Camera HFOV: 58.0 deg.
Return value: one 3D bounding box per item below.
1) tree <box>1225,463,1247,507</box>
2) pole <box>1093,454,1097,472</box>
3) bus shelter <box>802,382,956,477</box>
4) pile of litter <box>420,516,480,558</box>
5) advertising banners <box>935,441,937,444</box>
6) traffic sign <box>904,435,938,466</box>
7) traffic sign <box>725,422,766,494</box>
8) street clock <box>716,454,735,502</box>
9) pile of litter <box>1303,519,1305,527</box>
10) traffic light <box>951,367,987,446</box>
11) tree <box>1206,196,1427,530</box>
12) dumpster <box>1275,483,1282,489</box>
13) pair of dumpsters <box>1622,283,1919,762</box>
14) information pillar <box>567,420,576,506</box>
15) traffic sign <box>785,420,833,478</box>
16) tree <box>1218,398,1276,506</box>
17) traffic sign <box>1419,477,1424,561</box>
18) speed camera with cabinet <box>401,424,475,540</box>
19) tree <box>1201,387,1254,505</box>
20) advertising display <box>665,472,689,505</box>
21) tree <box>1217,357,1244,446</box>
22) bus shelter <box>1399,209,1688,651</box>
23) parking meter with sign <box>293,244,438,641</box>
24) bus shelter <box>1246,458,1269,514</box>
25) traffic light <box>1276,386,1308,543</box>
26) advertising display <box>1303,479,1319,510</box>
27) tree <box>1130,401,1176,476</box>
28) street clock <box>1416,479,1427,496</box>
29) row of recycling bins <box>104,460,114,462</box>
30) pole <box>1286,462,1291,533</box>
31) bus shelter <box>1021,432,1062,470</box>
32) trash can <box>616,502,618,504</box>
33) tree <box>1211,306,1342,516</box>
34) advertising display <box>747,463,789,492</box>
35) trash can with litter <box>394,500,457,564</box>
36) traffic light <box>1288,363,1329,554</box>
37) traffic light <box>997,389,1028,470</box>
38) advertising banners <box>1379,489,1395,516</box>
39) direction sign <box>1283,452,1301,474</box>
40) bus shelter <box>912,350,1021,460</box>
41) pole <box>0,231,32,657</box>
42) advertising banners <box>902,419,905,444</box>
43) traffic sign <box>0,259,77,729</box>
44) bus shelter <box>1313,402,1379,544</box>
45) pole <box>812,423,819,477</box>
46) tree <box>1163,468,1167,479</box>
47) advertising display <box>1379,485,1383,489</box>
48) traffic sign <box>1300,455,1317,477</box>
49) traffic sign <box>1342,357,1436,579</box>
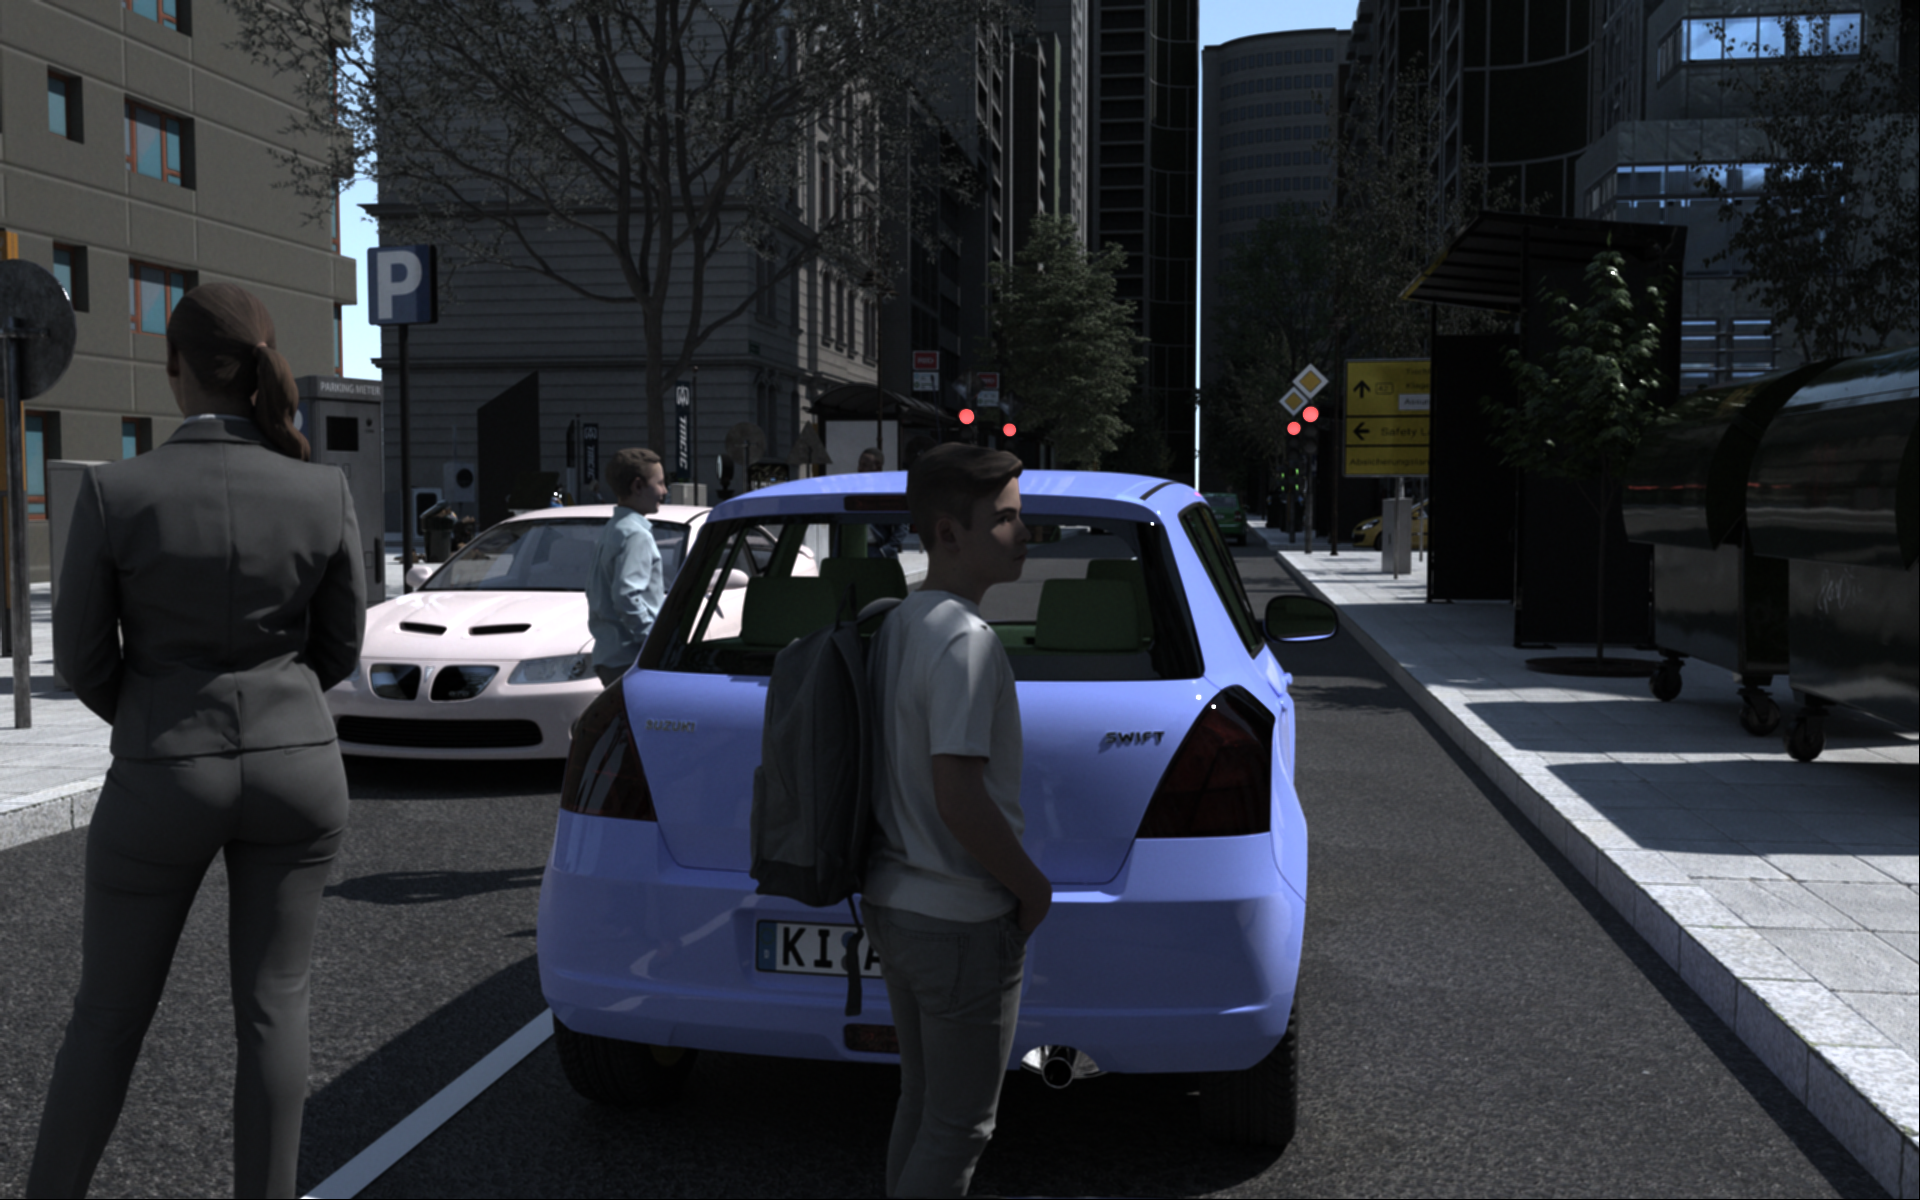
[{"bbox_3d":[27.757,-11.398,170.071,4.285,4.588,4.351,0,3,0],"label":"tree"},{"bbox_3d":[6.096,-5.169,78.355,0.158,3.312,0.155,0,3,0],"label":"pole"},{"bbox_3d":[-1.474,-2.461,34.154,2.014,3.302,5.546,1,4,8],"label":"bus shelter"},{"bbox_3d":[-9.905,-1.231,34.096,1.719,0.858,1.176,3,5,43],"label":"pile of litter"},{"bbox_3d":[-1.495,-3.685,56.436,2.074,3.025,0.090,-3,5,-44],"label":"advertising banners"},{"bbox_3d":[-0.835,-2.278,37.355,0.768,2.556,0.104,1,4,13],"label":"traffic sign"},{"bbox_3d":[-3.796,-1.866,30.615,0.768,2.556,0.104,1,4,12],"label":"traffic sign"},{"bbox_3d":[-4.242,-1.637,31.327,0.358,2.002,0.471,-1,4,-20],"label":"street clock"},{"bbox_3d":[13.183,-3.254,67.168,1.719,0.858,1.176,0,4,1],"label":"pile of litter"},{"bbox_3d":[0.206,-3.019,38.287,0.839,4.253,0.868,1,4,8],"label":"traffic light"},{"bbox_3d":[12.498,-8.310,61.631,9.928,11.665,9.643,0,3,0],"label":"tree"},{"bbox_3d":[21.220,-6.820,114.008,1.502,2.255,1.985,1,4,8],"label":"dumpster"},{"bbox_3d":[4.610,-0.374,8.607,1.574,2.255,4.437,1,4,8],"label":"pair of dumpsters"},{"bbox_3d":[-12.174,-3.847,54.255,0.183,3.616,0.504,1,4,9],"label":"information pillar"},{"bbox_3d":[-2.680,-1.872,30.605,0.884,2.594,0.081,1,4,12],"label":"traffic sign"},{"bbox_3d":[29.876,-15.868,177.563,7.486,12.596,7.792,0,3,0],"label":"tree"},{"bbox_3d":[8.773,-1.882,32.894,0.606,2.300,0.079,1,4,13],"label":"traffic sign"},{"bbox_3d":[-14.663,-3.323,48.667,0.660,3.252,2.038,3,5,40],"label":"speed camera with cabinet"},{"bbox_3d":[31.600,-17.605,194.496,9.857,13.997,8.962,0,3,0],"label":"tree"},{"bbox_3d":[-8.376,-2.783,50.711,0.974,1.923,0.123,-3,5,-40],"label":"advertising display"},{"bbox_3d":[12.862,-7.390,71.195,4.360,8.622,3.978,0,3,0],"label":"tree"},{"bbox_3d":[5.571,-1.591,17.298,1.731,3.624,6.357,1,4,8],"label":"bus shelter"},{"bbox_3d":[-4.235,-0.932,11.500,0.543,3.016,1.738,1,4,22],"label":"parking meter with sign"},{"bbox_3d":[19.420,-7.487,113.703,1.731,3.624,6.357,1,4,9],"label":"bus shelter"},{"bbox_3d":[8.659,-3.438,45.130,0.839,4.253,0.868,1,4,8],"label":"traffic light"},{"bbox_3d":[14.981,-4.214,74.108,0.974,1.923,0.123,-1,4,-22],"label":"advertising display"},{"bbox_3d":[12.948,-10.809,127.089,4.737,8.622,4.395,0,3,0],"label":"tree"},{"bbox_3d":[21.868,-4.745,82.153,0.471,2.002,0.358,0,4,1],"label":"street clock"},{"bbox_3d":[-10.512,-0.955,22.730,1.069,1.692,3.534,0,4,-5],"label":"row of recycling bins"},{"bbox_3d":[10.760,-3.837,56.572,0.158,3.312,0.155,0,3,0],"label":"pole"},{"bbox_3d":[2.017,-5.012,59.574,2.179,5.291,8.768,1,4,9],"label":"bus shelter"},{"bbox_3d":[-5.577,-1.123,30.020,0.748,1.137,0.748,0,3,0],"label":"trash can"},{"bbox_3d":[18.164,-11.397,103.348,9.611,12.733,9.660,0,3,0],"label":"tree"},{"bbox_3d":[-3.959,-1.871,35.810,0.974,1.923,0.123,-3,5,-40],"label":"advertising display"},{"bbox_3d":[-9.902,-1.265,32.076,1.055,1.170,0.624,-2,4,-35],"label":"trash can with litter"},{"bbox_3d":[7.491,-2.955,37.230,0.839,4.253,0.868,1,4,8],"label":"traffic light"},{"bbox_3d":[1.374,-3.503,46.187,0.839,4.253,0.868,1,4,8],"label":"traffic light"},{"bbox_3d":[12.560,-3.374,51.354,0.090,3.025,2.074,3,5,44],"label":"advertising banners"},{"bbox_3d":[16.703,-5.820,87.148,0.876,3.537,0.379,1,4,17],"label":"direction sign"},{"bbox_3d":[0.139,-4.483,50.930,2.179,5.291,8.768,1,4,8],"label":"bus shelter"},{"bbox_3d":[-7.451,-1.207,13.581,0.158,3.312,0.155,0,3,0],"label":"pole"},{"bbox_3d":[-2.055,-2.580,38.371,2.074,3.025,0.090,2,4,34],"label":"advertising banners"},{"bbox_3d":[-5.136,-0.569,9.417,0.768,2.556,0.104,1,4,14],"label":"traffic sign"},{"bbox_3d":[10.404,-3.426,47.294,1.731,3.624,6.357,1,4,9],"label":"bus shelter"},{"bbox_3d":[-4.172,-3.442,50.120,0.158,3.312,0.155,0,3,0],"label":"pole"},{"bbox_3d":[17.505,-10.825,160.699,4.285,4.588,4.351,0,3,0],"label":"tree"},{"bbox_3d":[28.498,-6.861,117.397,0.123,1.923,0.974,2,4,28],"label":"advertising display"},{"bbox_3d":[10.264,-3.102,50.824,0.768,2.556,0.104,1,4,13],"label":"traffic sign"},{"bbox_3d":[6.881,-1.960,25.912,2.265,3.308,0.079,1,4,12],"label":"traffic sign"}]
